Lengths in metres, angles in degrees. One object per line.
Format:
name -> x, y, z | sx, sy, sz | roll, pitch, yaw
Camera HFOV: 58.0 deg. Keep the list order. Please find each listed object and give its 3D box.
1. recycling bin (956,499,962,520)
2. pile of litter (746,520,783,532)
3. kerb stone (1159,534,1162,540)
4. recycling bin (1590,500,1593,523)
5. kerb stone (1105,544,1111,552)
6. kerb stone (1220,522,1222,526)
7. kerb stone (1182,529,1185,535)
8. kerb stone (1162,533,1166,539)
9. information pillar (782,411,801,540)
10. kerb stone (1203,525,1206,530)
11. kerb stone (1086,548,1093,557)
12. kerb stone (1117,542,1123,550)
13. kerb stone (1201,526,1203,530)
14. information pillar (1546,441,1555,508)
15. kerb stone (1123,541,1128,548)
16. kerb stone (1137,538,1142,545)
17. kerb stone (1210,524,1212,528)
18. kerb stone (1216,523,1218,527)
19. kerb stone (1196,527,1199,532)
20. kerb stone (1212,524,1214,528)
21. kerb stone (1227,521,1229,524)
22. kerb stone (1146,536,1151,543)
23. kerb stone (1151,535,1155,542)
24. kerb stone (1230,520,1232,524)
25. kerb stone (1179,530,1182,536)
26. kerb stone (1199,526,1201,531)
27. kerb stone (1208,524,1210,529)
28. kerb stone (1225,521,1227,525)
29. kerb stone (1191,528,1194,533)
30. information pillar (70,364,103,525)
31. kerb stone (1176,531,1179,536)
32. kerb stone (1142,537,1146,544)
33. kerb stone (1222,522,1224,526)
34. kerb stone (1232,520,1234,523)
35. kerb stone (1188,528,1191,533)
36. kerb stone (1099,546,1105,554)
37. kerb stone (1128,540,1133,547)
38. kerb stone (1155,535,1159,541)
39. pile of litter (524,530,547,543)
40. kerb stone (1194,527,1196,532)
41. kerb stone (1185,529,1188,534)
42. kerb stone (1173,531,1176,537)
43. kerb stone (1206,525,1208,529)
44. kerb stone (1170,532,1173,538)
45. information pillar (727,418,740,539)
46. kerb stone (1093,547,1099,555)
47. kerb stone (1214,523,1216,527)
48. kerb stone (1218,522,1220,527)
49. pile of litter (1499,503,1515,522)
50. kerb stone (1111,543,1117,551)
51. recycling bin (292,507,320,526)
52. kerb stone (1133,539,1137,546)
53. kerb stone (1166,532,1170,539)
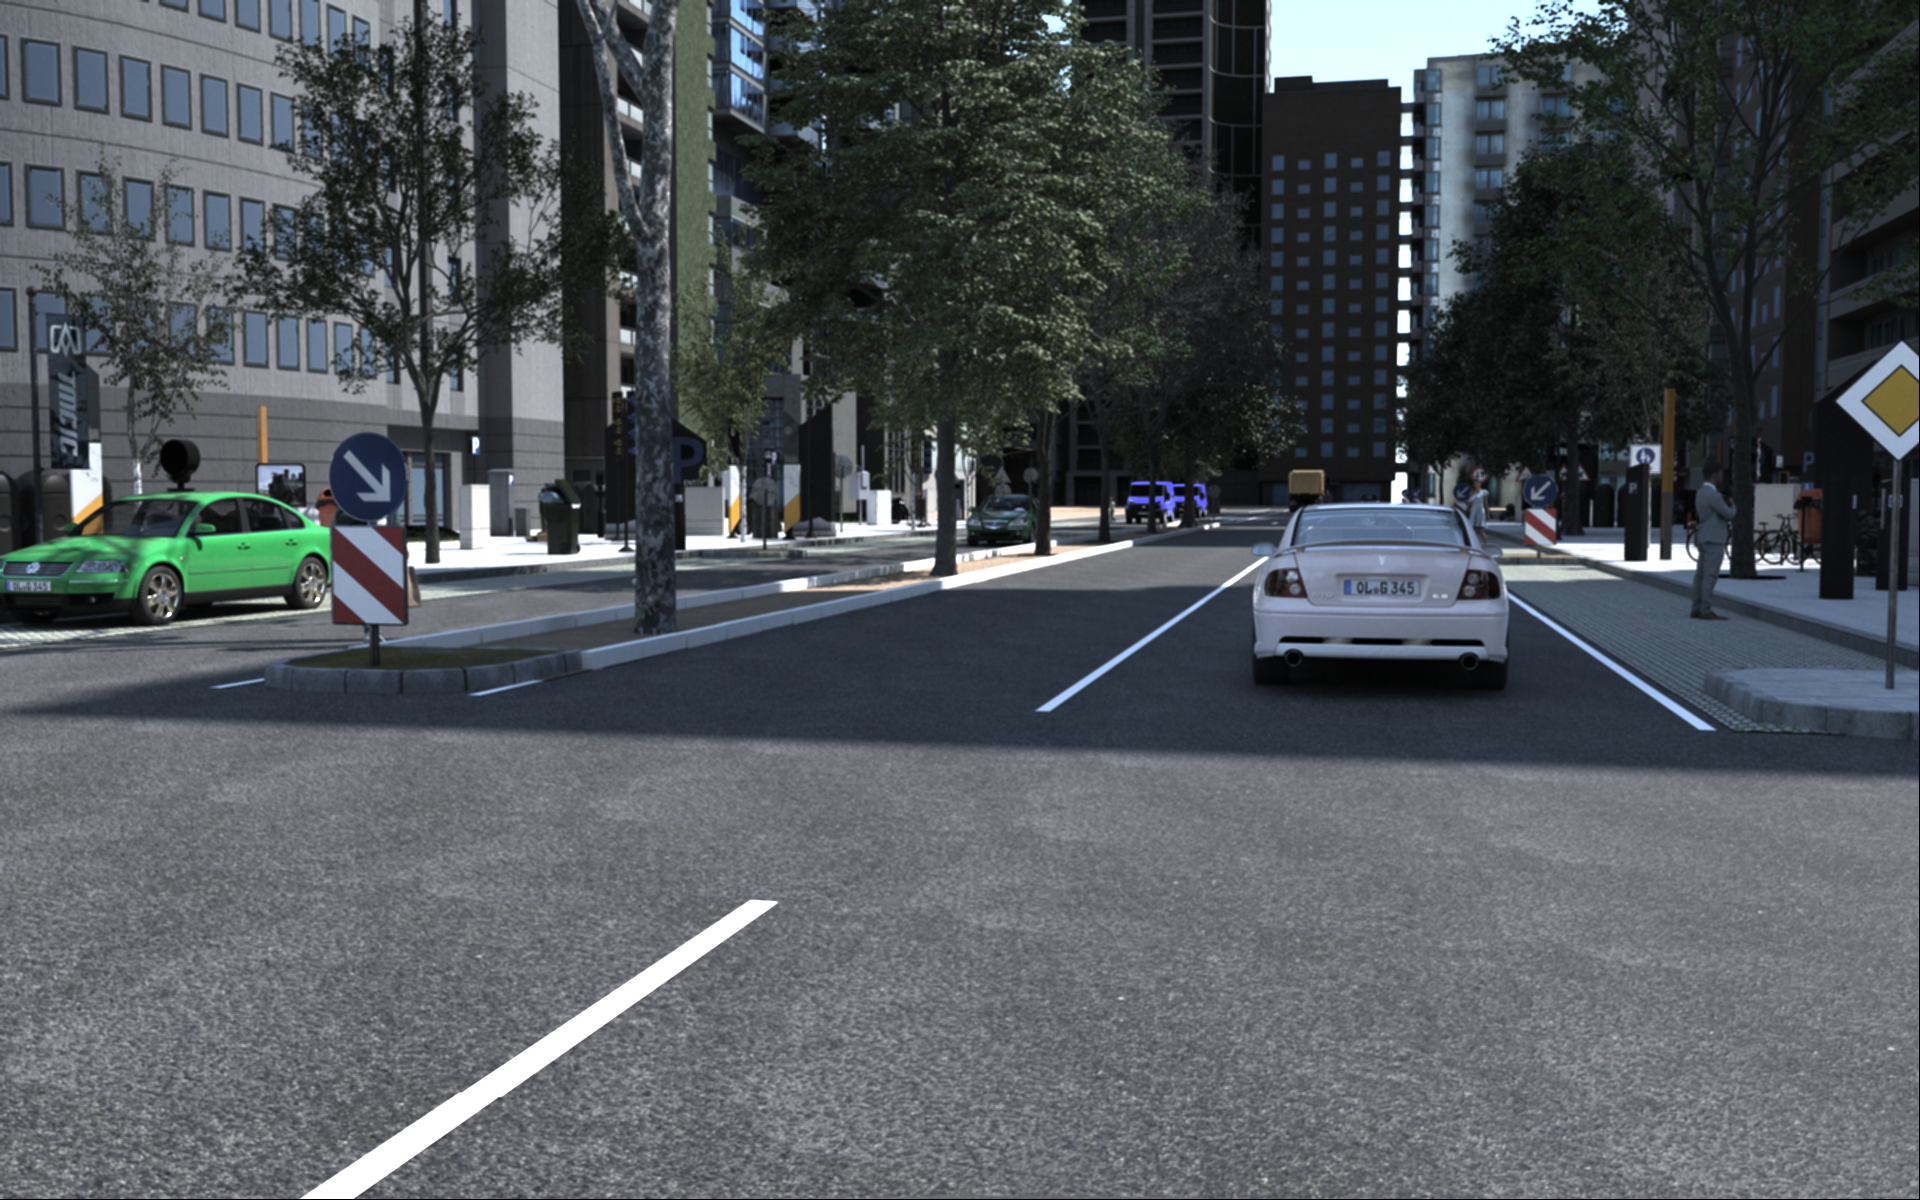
recycling bin -> -0.310, -4.455, 85.389 | 0.722, 1.027, 0.722 | 1, 4, 8
pile of litter -> -6.688, -2.706, 58.211 | 1.719, 0.858, 1.176 | -2, 4, -29
kerb stone -> 6.058, -1.916, 53.518 | 0.120, 0.150, 1.000 | 1, 4, 13
recycling bin -> 27.188, -3.865, 75.753 | 0.722, 1.027, 0.722 | -2, 4, -28
kerb stone -> 3.522, -1.244, 42.541 | 0.120, 0.150, 1.000 | 1, 4, 13
kerb stone -> 11.365, -3.321, 76.488 | 0.120, 0.150, 1.000 | 1, 4, 13
kerb stone -> 7.675, -2.335, 60.499 | 0.120, 0.150, 1.000 | 1, 4, 13
kerb stone -> 6.292, -1.974, 54.519 | 0.120, 0.150, 1.000 | 1, 4, 13
information pillar -> -4.731, -3.503, 48.635 | 0.504, 3.616, 0.183 | 1, 4, 18
kerb stone -> 9.518, -2.832, 68.496 | 0.120, 0.150, 1.000 | 1, 4, 13
kerb stone -> 2.841, -1.061, 39.547 | 0.120, 0.150, 1.000 | 1, 4, 13
kerb stone -> 3.991, -1.365, 44.535 | 0.120, 0.150, 1.000 | 1, 4, 13
kerb stone -> 9.286, -2.770, 67.499 | 0.120, 0.150, 1.000 | 1, 4, 13
information pillar -> 20.599, -4.226, 60.447 | 0.183, 3.616, 0.504 | 3, 5, 44
kerb stone -> 4.213, -1.427, 45.534 | 0.120, 0.150, 1.000 | 1, 4, 13
kerb stone -> 4.908, -1.610, 48.526 | 0.120, 0.150, 1.000 | 1, 4, 13
kerb stone -> 10.206, -3.013, 71.492 | 0.120, 0.150, 1.000 | 1, 4, 13
kerb stone -> 10.895, -3.198, 74.487 | 0.120, 0.150, 1.000 | 1, 4, 13
kerb stone -> 8.829, -2.645, 65.507 | 0.120, 0.150, 1.000 | 1, 4, 13
kerb stone -> 10.434, -3.076, 72.489 | 0.120, 0.150, 1.000 | 1, 4, 13
kerb stone -> 12.283, -3.565, 80.479 | 0.120, 0.150, 1.000 | 1, 4, 13
kerb stone -> 5.371, -1.727, 50.529 | 0.120, 0.150, 1.000 | 1, 4, 13
kerb stone -> 5.606, -1.794, 51.523 | 0.120, 0.150, 1.000 | 1, 4, 13
kerb stone -> 12.747, -3.686, 82.497 | 0.120, 0.150, 1.000 | 1, 4, 13
kerb stone -> 7.446, -2.282, 59.501 | 0.120, 0.150, 1.000 | 1, 4, 13
kerb stone -> 9.051, -2.710, 66.504 | 0.120, 0.150, 1.000 | 1, 4, 13
kerb stone -> 9.980, -2.951, 70.493 | 0.120, 0.150, 1.000 | 1, 4, 13
kerb stone -> 12.053, -3.504, 79.483 | 0.120, 0.150, 1.000 | 1, 4, 13
kerb stone -> 8.368, -2.527, 63.508 | 0.120, 0.150, 1.000 | 1, 4, 13
information pillar -> -14.143, -2.240, 27.984 | 0.183, 3.616, 0.504 | 3, 4, 39
kerb stone -> 7.213, -2.221, 58.506 | 0.120, 0.150, 1.000 | 1, 4, 13
kerb stone -> 5.133, -1.672, 49.529 | 0.120, 0.150, 1.000 | 1, 4, 13
kerb stone -> 11.595, -3.382, 77.490 | 0.120, 0.150, 1.000 | 1, 4, 13
kerb stone -> 12.970, -3.749, 83.498 | 0.120, 0.150, 1.000 | 1, 4, 13
kerb stone -> 8.133, -2.465, 62.505 | 0.120, 0.150, 1.000 | 1, 4, 13
kerb stone -> 3.290, -1.183, 41.545 | 0.120, 0.150, 1.000 | 1, 4, 13
kerb stone -> 4.447, -1.488, 46.529 | 0.120, 0.150, 1.000 | 1, 4, 13
kerb stone -> 5.834, -1.852, 52.520 | 0.120, 0.150, 1.000 | 1, 4, 13
pile of litter -> -11.119, -1.989, 46.485 | 1.176, 0.858, 1.719 | 0, 4, -3
kerb stone -> 8.598, -2.588, 64.510 | 0.120, 0.150, 1.000 | 1, 4, 13
kerb stone -> 7.897, -2.400, 61.502 | 0.120, 0.150, 1.000 | 1, 4, 13
kerb stone -> 6.983, -2.160, 57.510 | 0.120, 0.150, 1.000 | 1, 4, 13
kerb stone -> 9.749, -2.888, 69.492 | 0.120, 0.150, 1.000 | 1, 4, 13
kerb stone -> 6.753, -2.097, 56.514 | 0.120, 0.150, 1.000 | 1, 4, 13
information pillar -> -6.555, -3.595, 50.138 | 0.183, 3.616, 0.504 | 2, 4, 26
kerb stone -> 3.065, -1.122, 40.547 | 0.120, 0.150, 1.000 | 1, 4, 13
kerb stone -> 10.663, -3.137, 73.491 | 0.120, 0.150, 1.000 | 1, 4, 13
kerb stone -> 11.134, -3.256, 75.485 | 0.120, 0.150, 1.000 | 1, 4, 13
pile of litter -> 26.651, -4.235, 83.210 | 1.719, 0.858, 1.176 | -1, 4, -9
kerb stone -> 3.760, -1.304, 43.535 | 0.120, 0.150, 1.000 | 1, 4, 13
recycling bin -> -12.531, -1.249, 32.974 | 0.722, 1.027, 0.722 | 2, 4, 34
kerb stone -> 4.677, -1.549, 47.526 | 0.120, 0.150, 1.000 | 1, 4, 13
kerb stone -> 6.525, -2.038, 55.514 | 0.120, 0.150, 1.000 | 1, 4, 13
